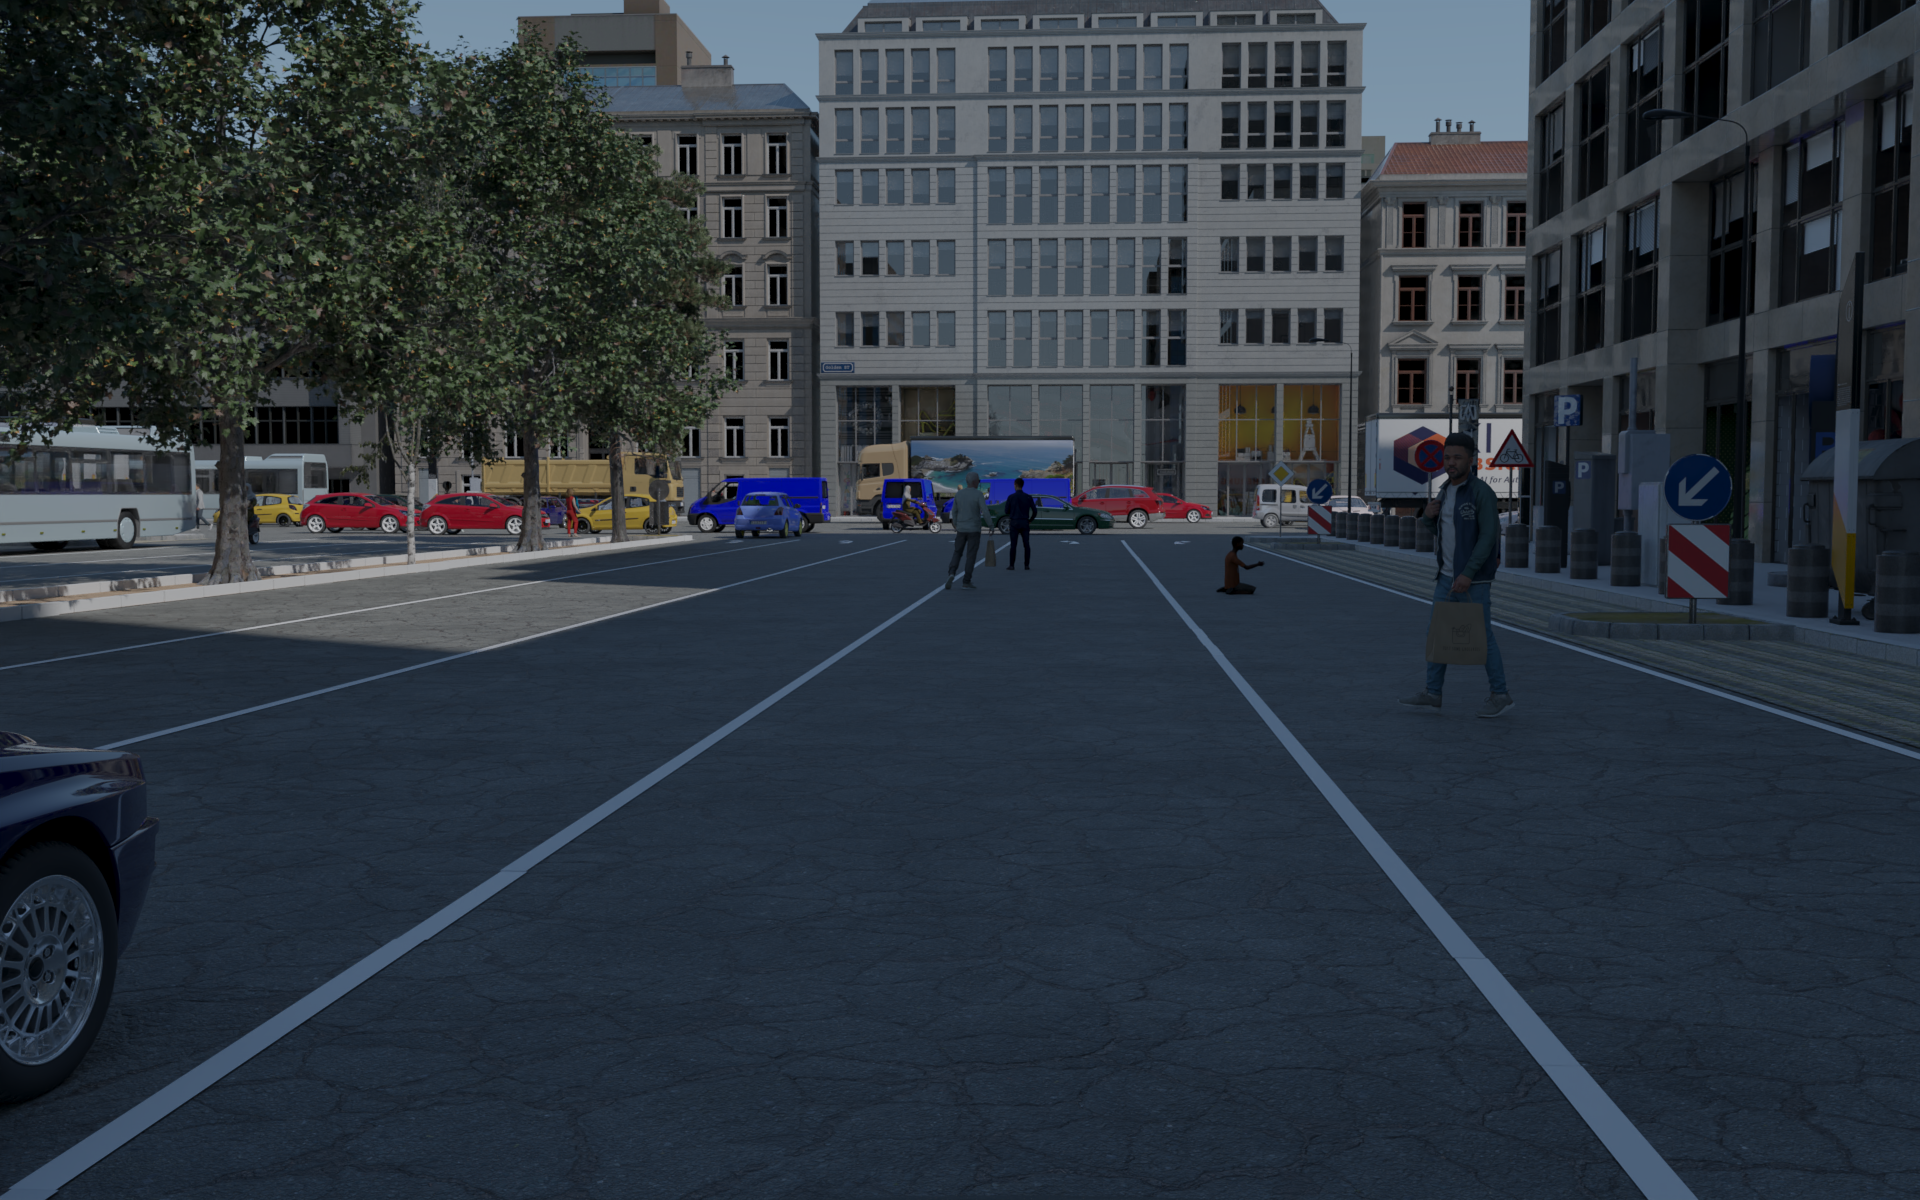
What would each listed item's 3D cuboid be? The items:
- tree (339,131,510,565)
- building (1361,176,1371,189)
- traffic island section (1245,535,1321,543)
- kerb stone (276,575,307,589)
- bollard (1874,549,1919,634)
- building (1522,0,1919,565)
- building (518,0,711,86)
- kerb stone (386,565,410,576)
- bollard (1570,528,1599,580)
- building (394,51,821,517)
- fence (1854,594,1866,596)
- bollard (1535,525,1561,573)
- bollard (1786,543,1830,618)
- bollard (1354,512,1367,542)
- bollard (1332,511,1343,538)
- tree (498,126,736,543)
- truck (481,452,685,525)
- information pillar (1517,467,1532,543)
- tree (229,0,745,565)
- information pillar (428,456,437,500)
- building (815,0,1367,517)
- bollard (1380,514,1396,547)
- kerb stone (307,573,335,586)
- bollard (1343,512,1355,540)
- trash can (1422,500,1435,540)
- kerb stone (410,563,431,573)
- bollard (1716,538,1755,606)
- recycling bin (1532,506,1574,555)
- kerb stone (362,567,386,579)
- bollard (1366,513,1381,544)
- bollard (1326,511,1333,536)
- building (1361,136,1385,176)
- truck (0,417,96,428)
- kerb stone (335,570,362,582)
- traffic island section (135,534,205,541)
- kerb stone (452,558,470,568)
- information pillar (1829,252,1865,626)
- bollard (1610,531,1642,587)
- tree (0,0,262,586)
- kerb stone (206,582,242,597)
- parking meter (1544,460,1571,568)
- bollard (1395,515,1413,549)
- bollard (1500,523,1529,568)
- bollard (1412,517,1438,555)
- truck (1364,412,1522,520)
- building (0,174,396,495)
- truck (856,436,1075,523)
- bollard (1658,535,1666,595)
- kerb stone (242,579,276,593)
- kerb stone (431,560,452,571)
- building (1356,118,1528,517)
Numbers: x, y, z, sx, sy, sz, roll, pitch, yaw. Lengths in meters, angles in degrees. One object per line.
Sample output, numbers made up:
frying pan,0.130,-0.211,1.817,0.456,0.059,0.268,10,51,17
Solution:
tree,-11.024,-5.013,34.789,4.360,8.622,3.978,0,3,0
building,30.563,-23.761,160.188,14.160,30.474,14.107,0,4,4
traffic island section,9.612,-1.809,51.850,2.009,0.180,2.903,0,4,4
kerb stone,-10.314,-0.263,26.489,0.120,0.150,1.000,0,4,4
bollard,8.709,-0.082,16.057,0.404,0.777,0.398,0,3,0
building,23.773,-13.745,29.245,19.350,26.468,34.151,0,4,4
building,-31.180,-31.211,160.411,14.600,45.320,14.200,0,4,4
kerb stone,-10.020,-0.514,30.595,0.120,0.150,1.000,0,4,4
bollard,9.433,-0.701,26.174,0.404,0.777,0.398,0,3,0
building,-19.971,-18.721,103.356,25.104,27.353,12.463,0,4,4
fence,12.141,-0.423,22.283,2.069,0.683,0.278,-2,4,-28
bollard,9.574,-0.824,28.194,0.404,0.777,0.398,0,3,0
bollard,8.855,-0.206,18.082,0.404,0.777,0.398,0,3,0
bollard,10.878,-1.942,46.466,0.404,0.777,0.398,0,3,0
bollard,11.168,-2.189,50.512,0.404,0.777,0.398,0,3,0
tree,-9.986,-7.674,49.986,6.751,12.117,7.091,0,3,0
truck,-16.847,-5.129,79.780,9.791,3.379,3.469,0,4,3
information pillar,14.916,-2.525,45.768,0.304,2.012,0.304,1,4,9
tree,-10.365,-7.477,41.708,9.611,12.733,9.660,0,3,0
information pillar,-28.785,-6.310,94.530,0.504,3.616,0.183,1,4,12
building,7.318,-19.725,99.993,29.804,29.767,11.434,0,4,4
bollard,10.590,-1.694,42.414,0.404,0.777,0.398,0,3,0
kerb stone,-10.237,-0.325,27.514,0.120,0.150,1.000,0,4,4
bollard,11.027,-2.065,48.486,0.404,0.777,0.398,0,3,0
trash can,12.431,-2.059,45.318,0.748,1.137,0.748,0,3,0
kerb stone,-9.953,-0.572,31.626,0.120,0.150,1.000,0,4,4
bollard,9.000,-0.330,20.107,0.404,0.777,0.398,0,3,0
recycling bin,12.613,-1.486,36.845,0.722,1.027,0.722,1,4,9
kerb stone,-10.100,-0.451,29.570,0.120,0.150,1.000,0,4,4
bollard,10.735,-1.818,44.449,0.404,0.777,0.398,0,3,0
bollard,11.313,-2.313,52.536,0.404,0.777,0.398,0,3,0
building,42.200,-30.631,192.704,32.217,40.220,23.993,0,4,4
truck,-37.983,-4.596,64.052,11.283,4.237,2.839,0,4,3
kerb stone,-10.171,-0.383,28.540,0.120,0.150,1.000,0,4,4
traffic island section,-25.091,-1.960,54.321,2.009,0.180,2.903,0,4,4
kerb stone,-9.807,-0.703,33.682,0.120,0.150,1.000,0,4,4
information pillar,8.737,-1.572,17.051,0.183,3.616,0.504,1,4,11
bollard,9.285,-0.577,24.144,0.404,0.777,0.398,0,3,0
tree,-11.470,-6.584,27.111,9.611,12.733,9.660,0,3,0
kerb stone,-10.468,-0.135,24.435,0.120,0.150,1.000,0,4,4
parking meter,10.382,-1.493,30.123,0.399,1.863,0.255,0,4,1
bollard,10.447,-1.569,40.378,0.404,0.777,0.398,0,3,0
bollard,9.718,-0.948,30.215,0.404,0.777,0.398,0,3,0
bollard,10.300,-1.445,38.346,0.404,0.777,0.398,0,3,0
truck,20.020,-4.382,60.566,11.283,4.237,2.839,0,4,4
building,-48.140,-17.535,105.757,30.058,24.678,14.314,0,4,4
truck,-0.058,-5.854,84.630,11.283,4.237,2.839,0,4,5
bollard,9.144,-0.453,22.127,0.404,0.777,0.398,0,3,0
kerb stone,-10.391,-0.196,25.461,0.120,0.150,1.000,0,4,4
kerb stone,-9.872,-0.631,32.657,0.120,0.150,1.000,0,4,4
building,32.943,-16.034,98.310,21.152,22.565,11.583,0,4,4
